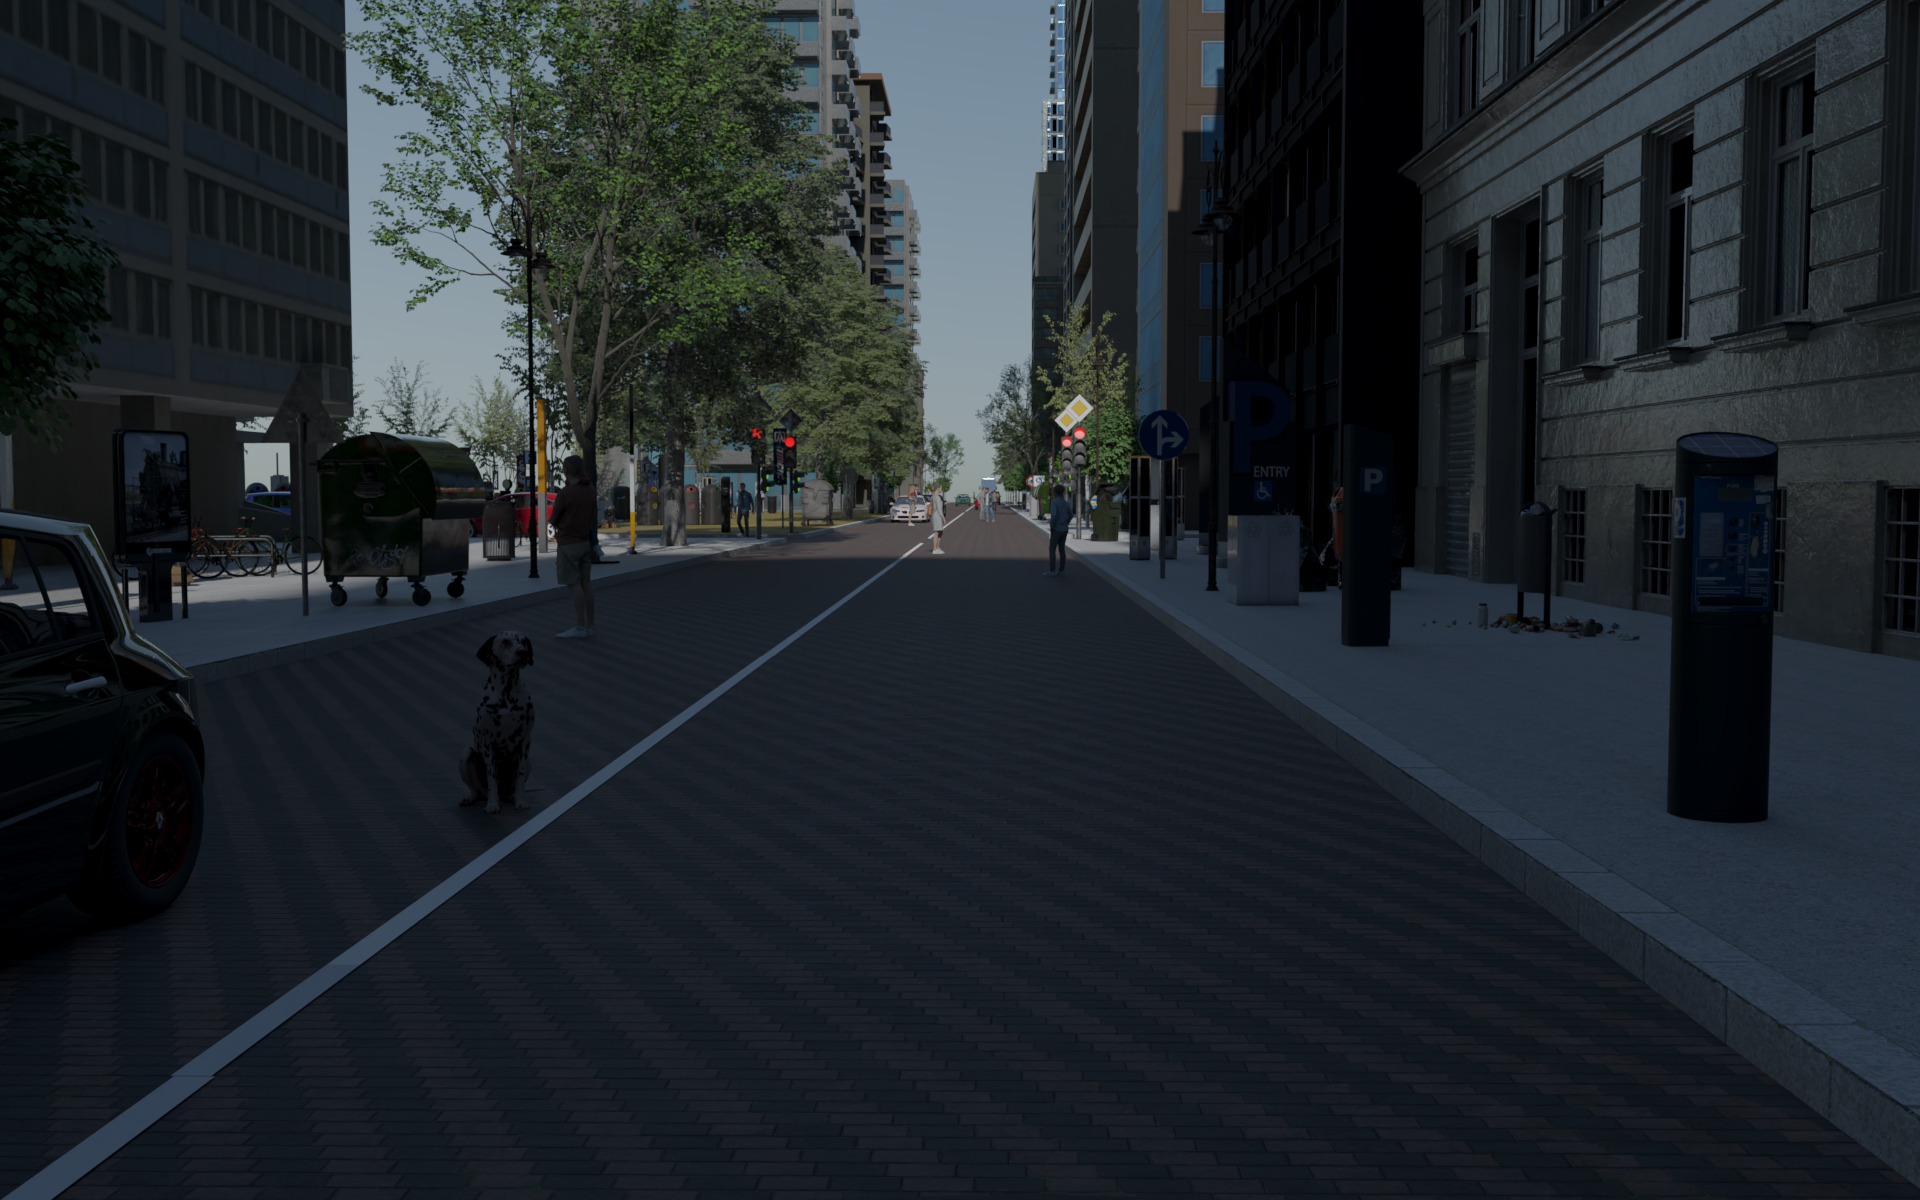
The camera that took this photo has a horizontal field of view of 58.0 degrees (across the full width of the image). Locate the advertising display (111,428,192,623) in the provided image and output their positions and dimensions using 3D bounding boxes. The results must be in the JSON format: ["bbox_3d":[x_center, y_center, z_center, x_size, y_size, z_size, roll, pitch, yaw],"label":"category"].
[{"bbox_3d":[-8.094,-0.744,17.385,0.123,1.923,0.974,1,4,14],"label":"advertising display"}]

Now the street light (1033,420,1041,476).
[{"bbox_3d":[4.708,-8.145,105.957,0.468,5.910,1.993,0,4,1],"label":"street light"}]

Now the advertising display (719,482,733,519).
[{"bbox_3d":[-12.214,-5.210,90.400,0.974,1.923,0.123,3,5,40],"label":"advertising display"}]

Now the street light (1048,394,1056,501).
[{"bbox_3d":[4.342,-6.591,80.544,0.468,5.910,1.993,0,4,1],"label":"street light"}]

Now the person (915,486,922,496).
[{"bbox_3d":[-2.455,-5.475,97.370,0.474,1.900,0.648,2,4,24],"label":"person"}]

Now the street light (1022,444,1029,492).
[{"bbox_3d":[5.125,-9.711,131.562,0.468,5.910,1.993,0,4,1],"label":"street light"}]

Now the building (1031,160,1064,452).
[{"bbox_3d":[21.129,-38.122,246.992,21.300,48.544,21.600,0,4,1],"label":"building"}]

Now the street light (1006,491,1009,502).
[{"bbox_3d":[7.486,-17.925,265.853,0.468,5.910,1.993,0,4,1],"label":"street light"}]

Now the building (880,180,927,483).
[{"bbox_3d":[-17.292,-39.365,263.229,23.786,49.044,30.456,0,4,1],"label":"building"}]

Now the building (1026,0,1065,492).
[{"bbox_3d":[21.810,-58.725,272.820,22.319,86.520,31.000,0,4,1],"label":"building"}]

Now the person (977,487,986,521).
[{"bbox_3d":[1.228,-5.223,93.996,0.391,1.810,0.635,2,4,35],"label":"person"}]

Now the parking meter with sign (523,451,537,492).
[{"bbox_3d":[-17.217,-4.465,69.262,0.543,3.016,1.738,-1,4,-12],"label":"parking meter with sign"}]

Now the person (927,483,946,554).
[{"bbox_3d":[-0.549,-1.962,41.585,0.522,1.701,0.512,-1,4,-21],"label":"person"}]

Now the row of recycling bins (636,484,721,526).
[{"bbox_3d":[-11.569,-3.926,71.310,3.534,1.692,1.069,-2,4,-25],"label":"row of recycling bins"}]

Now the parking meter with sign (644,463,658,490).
[{"bbox_3d":[-16.933,-6.193,97.523,1.738,3.016,0.543,2,4,28],"label":"parking meter with sign"}]

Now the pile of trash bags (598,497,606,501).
[{"bbox_3d":[-19.991,-5.667,102.410,3.447,1.369,1.912,1,4,19],"label":"pile of trash bags"}]

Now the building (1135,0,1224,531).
[{"bbox_3d":[14.366,-25.414,65.622,14.200,45.320,14.600,0,4,1],"label":"building"}]

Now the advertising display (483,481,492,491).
[{"bbox_3d":[-23.712,-4.953,86.189,0.123,1.923,0.974,3,5,40],"label":"advertising display"}]

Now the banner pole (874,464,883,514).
[{"bbox_3d":[-5.123,-7.318,109.671,0.863,3.779,0.401,2,4,32],"label":"banner pole"}]

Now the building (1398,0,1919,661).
[{"bbox_3d":[14.597,-11.045,13.877,16.112,22.955,30.059,0,4,1],"label":"building"}]

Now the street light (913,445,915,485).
[{"bbox_3d":[-4.306,-11.438,159.793,0.468,5.910,1.993,0,4,1],"label":"street light"}]

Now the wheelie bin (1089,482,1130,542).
[{"bbox_3d":[3.973,-2.377,46.770,0.980,1.594,0.693,-3,5,-45],"label":"wheelie bin"}]

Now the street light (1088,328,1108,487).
[{"bbox_3d":[3.844,-4.626,48.427,0.468,5.910,1.993,0,4,1],"label":"street light"}]

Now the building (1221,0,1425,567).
[{"bbox_3d":[12.914,-12.703,37.369,12.332,23.373,15.834,0,4,1],"label":"building"}]

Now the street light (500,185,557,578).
[{"bbox_3d":[-6.522,-3.275,26.337,0.468,5.910,1.993,0,4,1],"label":"street light"}]

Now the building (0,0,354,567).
[{"bbox_3d":[-25.225,-20.771,31.492,23.993,40.220,32.217,0,4,1],"label":"building"}]

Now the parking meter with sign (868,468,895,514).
[{"bbox_3d":[-5.191,-7.225,114.390,1.738,3.016,0.543,-1,4,-20],"label":"parking meter with sign"}]

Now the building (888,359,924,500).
[{"bbox_3d":[-19.184,-23.819,234.475,27.650,21.520,28.899,0,4,1],"label":"building"}]

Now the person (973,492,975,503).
[{"bbox_3d":[2.143,-15.806,266.906,0.705,1.826,1.348,0,4,-7],"label":"person"}]

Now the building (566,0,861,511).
[{"bbox_3d":[-20.087,-32.293,147.604,23.786,49.044,30.456,0,4,1],"label":"building"}]

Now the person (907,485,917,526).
[{"bbox_3d":[-2.185,-4.295,78.698,0.573,1.828,0.580,-3,5,-40],"label":"person"}]

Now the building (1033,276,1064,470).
[{"bbox_3d":[16.678,-28.018,229.797,14.160,30.474,14.107,0,4,1],"label":"building"}]

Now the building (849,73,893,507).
[{"bbox_3d":[-18.388,-32.004,177.894,22.147,44.769,28.867,0,4,1],"label":"building"}]

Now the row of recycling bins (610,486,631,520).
[{"bbox_3d":[-17.232,-4.948,88.018,1.069,1.692,3.534,0,4,-5],"label":"row of recycling bins"}]

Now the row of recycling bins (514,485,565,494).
[{"bbox_3d":[-19.905,-4.653,83.186,3.534,1.692,1.069,2,4,24],"label":"row of recycling bins"}]

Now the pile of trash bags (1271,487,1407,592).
[{"bbox_3d":[4.960,-0.809,22.975,1.912,1.369,3.447,0,4,4],"label":"pile of trash bags"}]

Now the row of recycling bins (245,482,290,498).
[{"bbox_3d":[-24.333,-3.302,61.097,3.534,1.692,1.069,-2,4,-25],"label":"row of recycling bins"}]

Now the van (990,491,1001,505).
[{"bbox_3d":[4.633,-13.914,234.509,2.013,2.044,4.112,0,4,-1],"label":"van"}]

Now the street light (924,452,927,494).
[{"bbox_3d":[-3.719,-13.004,185.398,0.468,5.910,1.993,0,4,1],"label":"street light"}]

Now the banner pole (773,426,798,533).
[{"bbox_3d":[-5.834,-4.141,57.729,0.863,3.779,0.401,0,4,5],"label":"banner pole"}]

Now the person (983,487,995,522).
[{"bbox_3d":[1.488,-4.967,90.056,0.623,1.781,0.721,1,4,22],"label":"person"}]

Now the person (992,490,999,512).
[{"bbox_3d":[2.777,-7.908,138.319,0.617,1.759,0.750,1,4,19],"label":"person"}]

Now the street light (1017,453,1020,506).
[{"bbox_3d":[5.630,-11.215,156.146,0.468,5.910,1.993,0,4,1],"label":"street light"}]

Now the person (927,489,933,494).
[{"bbox_3d":[-2.093,-6.920,121.828,0.592,1.802,0.473,3,5,40],"label":"person"}]

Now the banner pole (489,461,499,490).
[{"bbox_3d":[-34.593,-8.462,128.378,0.863,3.779,0.401,-2,4,-26],"label":"banner pole"}]

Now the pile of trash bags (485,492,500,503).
[{"bbox_3d":[-24.341,-5.084,92.881,1.912,1.369,3.447,-3,4,-37],"label":"pile of trash bags"}]

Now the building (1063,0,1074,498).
[{"bbox_3d":[20.061,-46.174,193.197,20.563,71.187,20.611,0,4,1],"label":"building"}]

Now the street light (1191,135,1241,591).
[{"bbox_3d":[3.345,-3.059,22.795,0.468,5.910,1.993,0,4,1],"label":"street light"}]

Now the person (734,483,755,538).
[{"bbox_3d":[-6.693,-2.746,53.747,0.601,1.785,0.444,1,4,17],"label":"person"}]

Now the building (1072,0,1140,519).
[{"bbox_3d":[17.585,-29.021,98.193,21.300,48.544,21.600,0,4,1],"label":"building"}]
